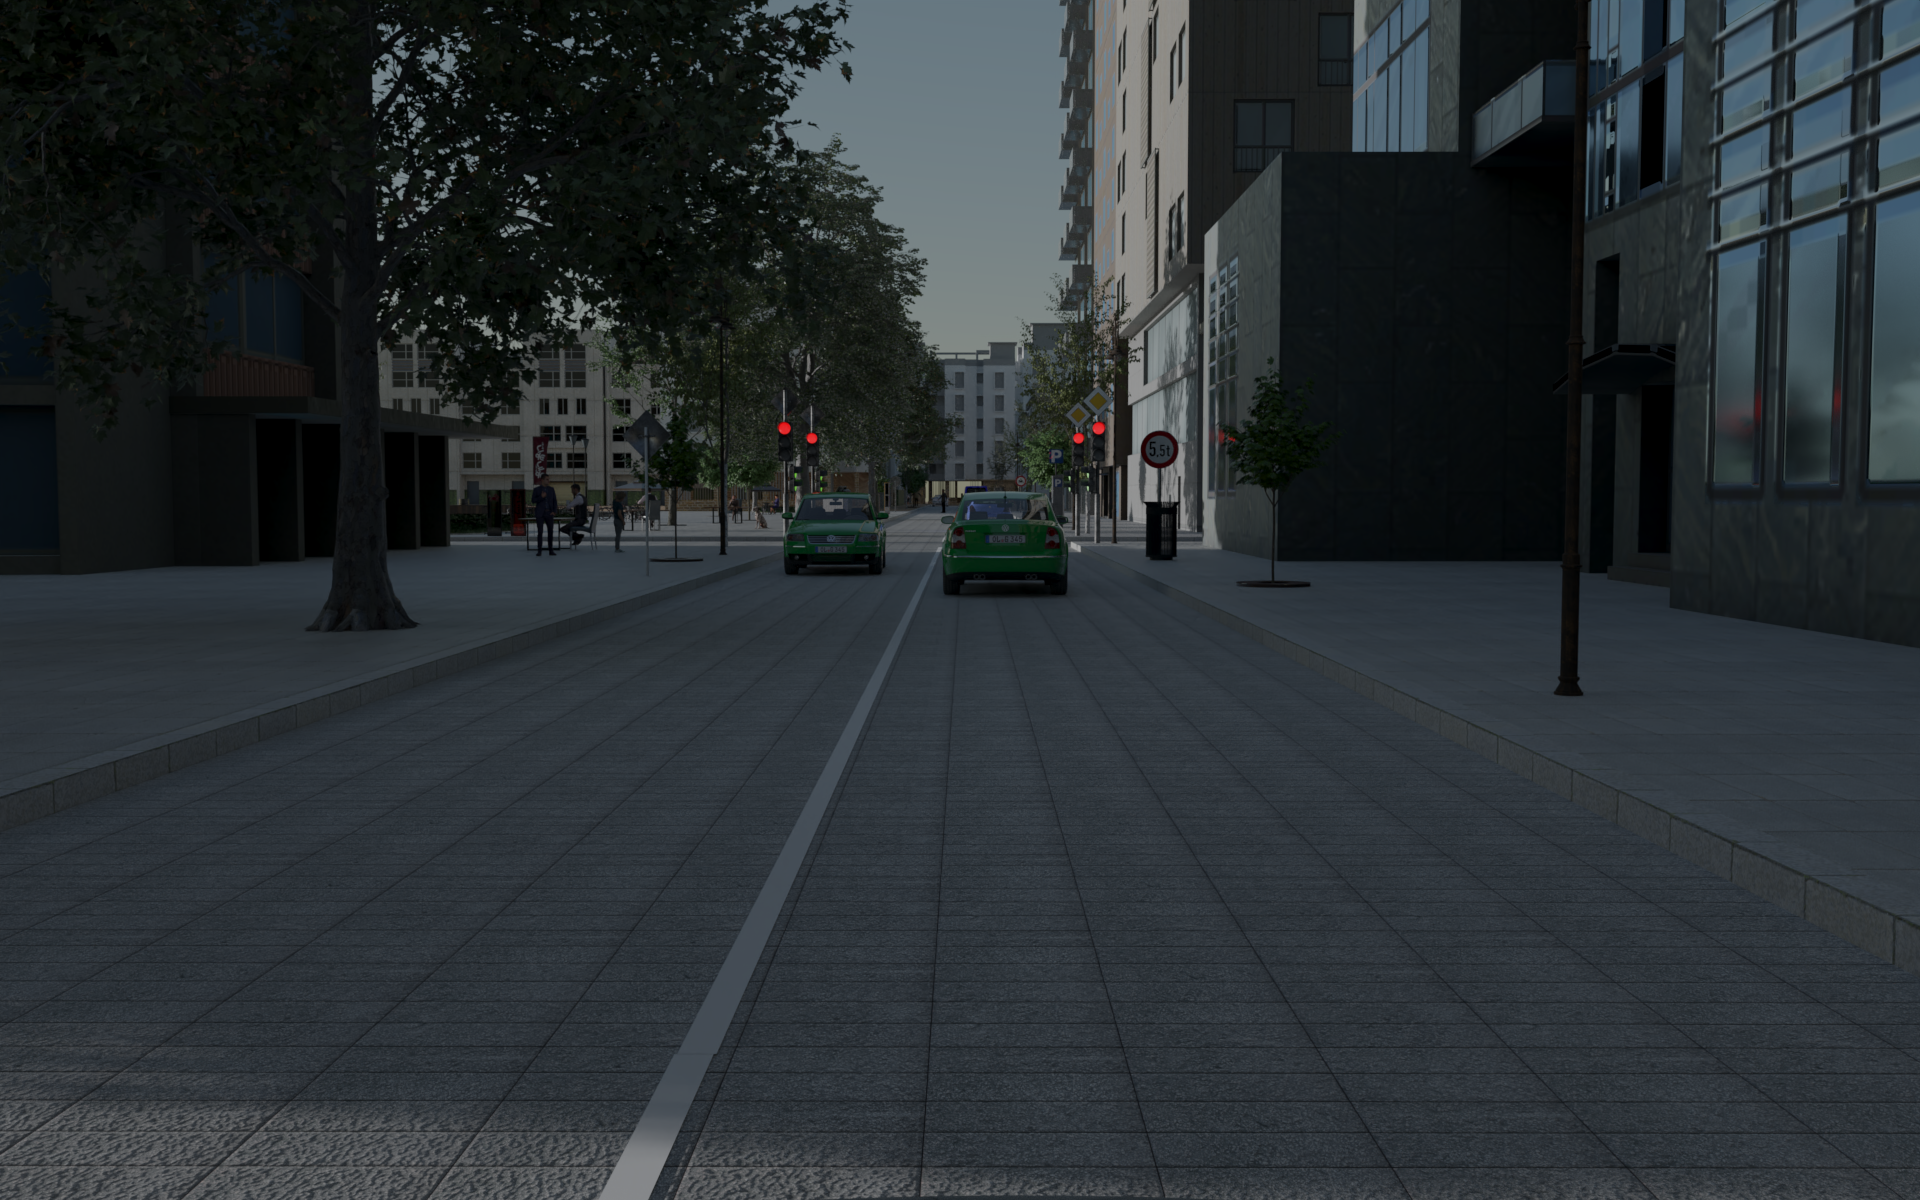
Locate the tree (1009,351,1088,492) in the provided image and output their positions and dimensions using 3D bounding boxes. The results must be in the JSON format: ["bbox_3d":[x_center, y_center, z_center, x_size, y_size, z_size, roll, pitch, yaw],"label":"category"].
[{"bbox_3d":[4.784,-8.470,88.841,4.360,8.622,3.978,0,3,0],"label":"tree"}]

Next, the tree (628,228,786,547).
[{"bbox_3d":[-5.910,-5.579,41.574,4.737,8.622,4.395,0,3,0],"label":"tree"}]

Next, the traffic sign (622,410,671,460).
[{"bbox_3d":[-4.926,-1.679,27.183,0.795,2.593,0.064,1,4,10],"label":"traffic sign"}]

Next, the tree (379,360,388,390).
[{"bbox_3d":[-22.884,-6.804,61.615,4.360,8.622,3.978,0,3,0],"label":"tree"}]

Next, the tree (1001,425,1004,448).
[{"bbox_3d":[5.203,-11.055,131.105,4.737,8.622,4.395,0,3,0],"label":"tree"}]

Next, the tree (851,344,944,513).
[{"bbox_3d":[-5.020,-11.003,105.660,9.928,11.665,9.643,0,3,0],"label":"tree"}]

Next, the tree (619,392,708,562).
[{"bbox_3d":[-5.430,-2.361,33.201,1.663,3.219,1.824,0,3,0],"label":"tree"}]

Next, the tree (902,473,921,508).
[{"bbox_3d":[-4.853,-10.778,170.827,1.663,3.219,1.824,0,3,0],"label":"tree"}]

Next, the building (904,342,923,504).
[{"bbox_3d":[-10.024,-22.366,222.104,11.380,20.091,16.016,0,4,0],"label":"building"}]

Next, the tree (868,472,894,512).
[{"bbox_3d":[-5.378,-7.273,113.516,1.663,3.219,1.824,0,3,0],"label":"tree"}]

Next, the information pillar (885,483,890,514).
[{"bbox_3d":[-4.643,-6.488,110.567,0.304,2.012,0.304,0,4,7],"label":"information pillar"}]

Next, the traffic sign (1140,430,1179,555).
[{"bbox_3d":[3.989,-2.113,34.654,0.768,2.556,0.104,1,4,8],"label":"traffic sign"}]

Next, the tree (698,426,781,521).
[{"bbox_3d":[-10.185,-6.133,83.990,4.285,4.588,4.351,0,3,0],"label":"tree"}]

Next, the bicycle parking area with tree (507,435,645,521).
[{"bbox_3d":[-18.937,-6.116,86.994,9.016,4.147,8.231,0,4,7],"label":"bicycle parking area with tree"}]

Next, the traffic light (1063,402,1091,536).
[{"bbox_3d":[3.594,-3.923,53.062,0.839,4.253,0.868,0,4,0],"label":"traffic light"}]

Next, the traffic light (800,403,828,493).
[{"bbox_3d":[-4.487,-3.924,53.075,0.839,4.253,0.868,0,4,0],"label":"traffic light"}]

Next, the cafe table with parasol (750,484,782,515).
[{"bbox_3d":[-12.063,-6.304,107.938,2.610,1.966,2.610,-3,4,-38],"label":"cafe table with parasol"}]

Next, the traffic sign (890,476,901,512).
[{"bbox_3d":[-4.557,-7.467,122.191,0.768,2.556,0.104,0,4,2],"label":"traffic sign"}]

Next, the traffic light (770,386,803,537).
[{"bbox_3d":[-4.515,-3.435,45.090,0.839,4.253,0.868,0,4,0],"label":"traffic light"}]

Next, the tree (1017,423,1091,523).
[{"bbox_3d":[4.210,-5.691,76.769,4.285,4.588,4.351,0,3,0],"label":"tree"}]

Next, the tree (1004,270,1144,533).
[{"bbox_3d":[3.929,-6.472,56.184,4.737,8.622,4.395,0,3,0],"label":"tree"}]

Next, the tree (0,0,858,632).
[{"bbox_3d":[-5.614,-6.071,16.262,9.611,12.733,9.660,0,3,0],"label":"tree"}]

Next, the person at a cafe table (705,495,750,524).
[{"bbox_3d":[-10.052,-3.978,75.901,1.698,1.238,1.726,1,4,15],"label":"person at a cafe table"}]

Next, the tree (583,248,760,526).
[{"bbox_3d":[-11.538,-8.815,69.874,9.928,11.665,9.643,0,3,0],"label":"tree"}]

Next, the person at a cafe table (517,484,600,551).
[{"bbox_3d":[-9.133,-1.915,39.825,1.622,1.524,1.698,0,4,2],"label":"person at a cafe table"}]

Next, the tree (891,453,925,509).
[{"bbox_3d":[-4.393,-12.168,149.304,4.360,8.622,3.978,0,3,0],"label":"tree"}]

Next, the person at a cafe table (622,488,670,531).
[{"bbox_3d":[-10.989,-3.178,60.472,1.698,1.524,1.622,-3,4,-37],"label":"person at a cafe table"}]

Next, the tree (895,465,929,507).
[{"bbox_3d":[-4.599,-11.261,167.822,4.285,4.588,4.351,0,3,0],"label":"tree"}]

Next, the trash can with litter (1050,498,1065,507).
[{"bbox_3d":[4.186,-3.844,74.230,0.624,1.170,1.055,0,4,3],"label":"trash can with litter"}]

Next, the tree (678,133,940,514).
[{"bbox_3d":[-5.603,-9.396,60.287,9.857,13.997,8.962,0,3,0],"label":"tree"}]

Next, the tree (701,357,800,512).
[{"bbox_3d":[-14.838,-12.625,124.541,7.486,12.596,7.792,0,3,0],"label":"tree"}]

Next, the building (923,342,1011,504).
[{"bbox_3d":[1.452,-22.351,221.851,11.380,20.091,16.016,0,4,0],"label":"building"}]

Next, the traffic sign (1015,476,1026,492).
[{"bbox_3d":[4.191,-7.289,119.278,0.768,2.556,0.104,0,4,2],"label":"traffic sign"}]

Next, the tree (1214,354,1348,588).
[{"bbox_3d":[4.284,-1.811,24.211,1.663,3.219,1.824,0,3,0],"label":"tree"}]

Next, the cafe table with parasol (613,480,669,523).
[{"bbox_3d":[-14.426,-4.519,78.745,2.610,1.966,2.610,0,4,2],"label":"cafe table with parasol"}]

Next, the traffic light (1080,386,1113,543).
[{"bbox_3d":[3.566,-3.435,45.077,0.839,4.253,0.868,0,4,0],"label":"traffic light"}]

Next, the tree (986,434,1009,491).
[{"bbox_3d":[4.835,-15.627,205.863,4.360,8.622,3.978,0,3,0],"label":"tree"}]
